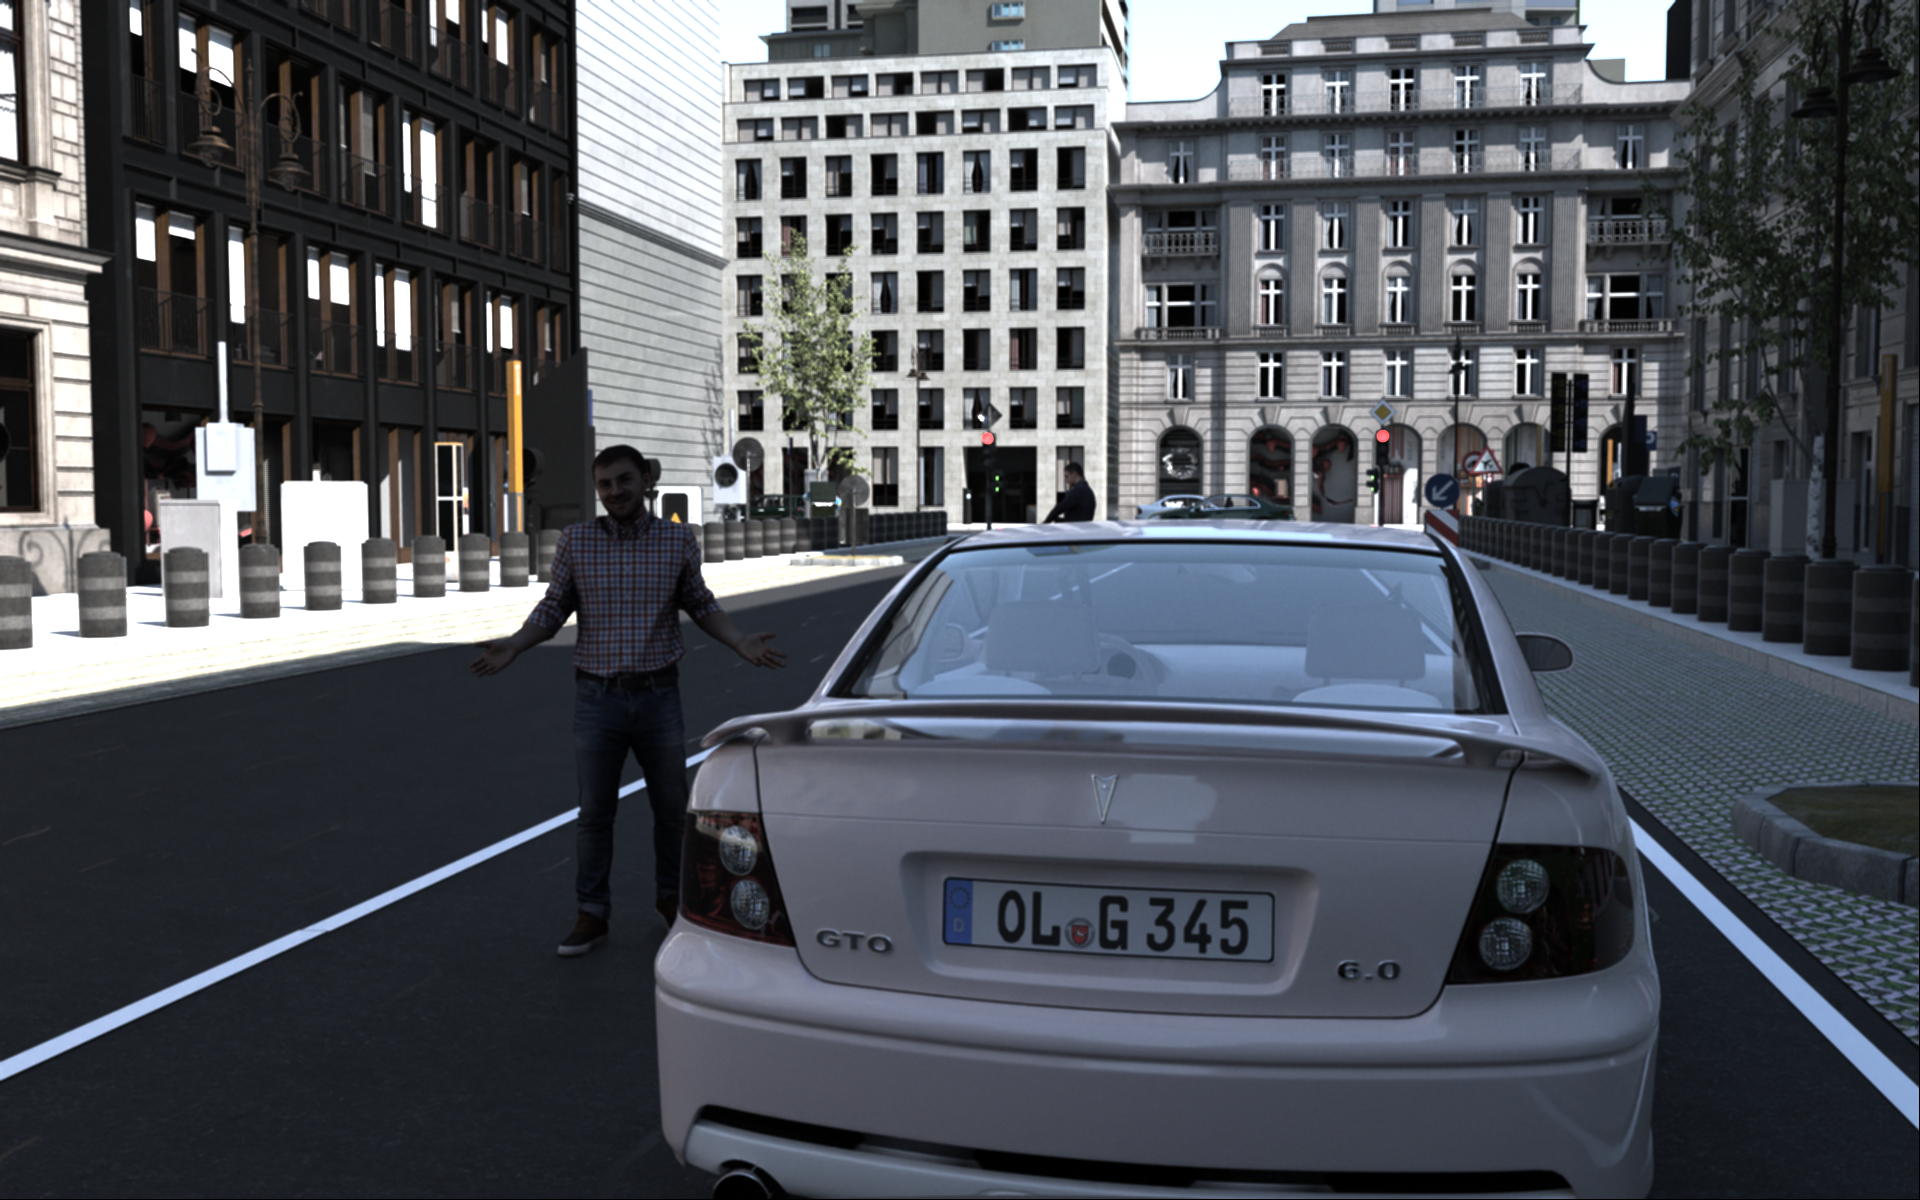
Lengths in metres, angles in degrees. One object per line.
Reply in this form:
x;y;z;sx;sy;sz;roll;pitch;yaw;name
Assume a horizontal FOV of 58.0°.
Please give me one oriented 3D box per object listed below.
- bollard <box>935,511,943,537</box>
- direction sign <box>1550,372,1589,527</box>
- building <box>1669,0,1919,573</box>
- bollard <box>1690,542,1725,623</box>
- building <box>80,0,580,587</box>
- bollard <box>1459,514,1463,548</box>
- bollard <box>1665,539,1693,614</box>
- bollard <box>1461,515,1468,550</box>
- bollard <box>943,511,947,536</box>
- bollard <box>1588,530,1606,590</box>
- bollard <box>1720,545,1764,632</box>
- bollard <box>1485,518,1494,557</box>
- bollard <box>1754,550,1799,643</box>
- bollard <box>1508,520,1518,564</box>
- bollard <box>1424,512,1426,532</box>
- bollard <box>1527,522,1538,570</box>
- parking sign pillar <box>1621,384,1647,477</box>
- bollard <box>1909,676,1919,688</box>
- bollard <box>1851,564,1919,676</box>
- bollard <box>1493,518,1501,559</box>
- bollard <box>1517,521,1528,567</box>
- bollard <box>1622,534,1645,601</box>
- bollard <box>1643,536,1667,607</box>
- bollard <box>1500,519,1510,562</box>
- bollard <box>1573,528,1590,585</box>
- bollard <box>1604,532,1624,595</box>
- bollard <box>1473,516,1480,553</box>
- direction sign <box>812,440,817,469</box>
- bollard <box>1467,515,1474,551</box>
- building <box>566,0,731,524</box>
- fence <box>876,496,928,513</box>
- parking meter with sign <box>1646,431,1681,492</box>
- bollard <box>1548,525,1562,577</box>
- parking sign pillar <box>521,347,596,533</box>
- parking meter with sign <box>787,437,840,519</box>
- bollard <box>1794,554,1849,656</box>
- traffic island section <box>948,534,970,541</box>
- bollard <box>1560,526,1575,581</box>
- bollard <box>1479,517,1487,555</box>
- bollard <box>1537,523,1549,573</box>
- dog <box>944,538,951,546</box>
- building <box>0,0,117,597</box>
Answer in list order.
-0.812;-2.301;52.334;0.404;0.777;0.398;0;3;0;bollard
11.412;-2.477;32.497;0.876;3.537;0.379;-2;4;-24;direction sign
22.144;-14.343;31.779;12.463;27.353;25.104;1;4;11;building
7.651;-0.167;17.444;0.404;0.777;0.398;0;3;0;bollard
-16.032;-12.367;31.887;12.332;23.373;15.834;1;4;11;building
12.099;-1.621;41.218;0.404;0.777;0.398;0;3;0;bollard
7.872;-0.239;18.626;0.404;0.777;0.398;0;3;0;bollard
11.879;-1.548;40.020;0.404;0.777;0.398;0;3;0;bollard
-0.591;-2.373;53.516;0.404;0.777;0.398;0;3;0;bollard
8.760;-0.529;23.373;0.404;0.777;0.398;0;3;0;bollard
7.427;-0.093;16.245;0.404;0.777;0.398;0;3;0;bollard
10.986;-1.257;35.267;0.404;0.777;0.398;0;3;0;bollard
7.203;-0.021;15.054;0.404;0.777;0.398;0;3;0;bollard
10.319;-1.038;31.694;0.404;0.777;0.398;0;3;0;bollard
14.097;-2.273;51.888;0.404;0.777;0.398;0;3;0;bollard
9.874;-0.893;29.313;0.404;0.777;0.398;0;3;0;bollard
16.659;-3.329;42.901;1.447;3.967;1.447;1;4;15;parking sign pillar
6.539;0.197;11.494;0.404;0.777;0.398;0;3;0;bollard
6.759;0.124;12.687;0.404;0.777;0.398;0;3;0;bollard
10.766;-1.184;34.078;0.404;0.777;0.398;0;3;0;bollard
10.095;-0.966;30.507;0.404;0.777;0.398;0;3;0;bollard
8.313;-0.384;20.988;0.404;0.777;0.398;0;3;0;bollard
8.095;-0.311;19.806;0.404;0.777;0.398;0;3;0;bollard
10.541;-1.111;32.885;0.404;0.777;0.398;0;3;0;bollard
8.984;-0.602;24.559;0.404;0.777;0.398;0;3;0;bollard
8.536;-0.457;22.186;0.404;0.777;0.398;0;3;0;bollard
11.429;-1.402;37.644;0.404;0.777;0.398;0;3;0;bollard
-6.139;-4.973;73.310;0.379;3.537;0.876;-1;4;-21;direction sign
11.654;-1.475;38.830;0.404;0.777;0.398;0;3;0;bollard
-22.214;-16.438;46.262;29.804;29.767;11.434;1;4;11;building
-2.409;-3.716;71.958;2.264;1.192;0.480;0;4;-1;fence
19.146;-3.103;46.987;0.543;3.016;1.738;-1;4;-15;parking meter with sign
9.425;-0.748;26.939;0.404;0.777;0.398;0;3;0;bollard
-7.438;-2.669;32.108;1.447;3.967;1.447;1;4;15;parking sign pillar
-4.418;-3.499;53.472;1.738;3.016;0.543;-1;4;-14;parking meter with sign
6.981;0.052;13.868;0.404;0.777;0.398;0;3;0;bollard
0.878;-1.902;53.386;2.009;0.180;2.903;1;4;11;traffic island section
9.211;-0.675;25.751;0.404;0.777;0.398;0;3;0;bollard
11.211;-1.330;36.458;0.404;0.777;0.398;0;3;0;bollard
9.650;-0.820;28.120;0.404;0.777;0.398;0;3;0;bollard
-0.425;-1.236;40.406;0.748;0.427;0.550;-1;4;-13;dog
-17.607;-9.165;14.480;10.561;19.102;19.286;1;4;11;building
